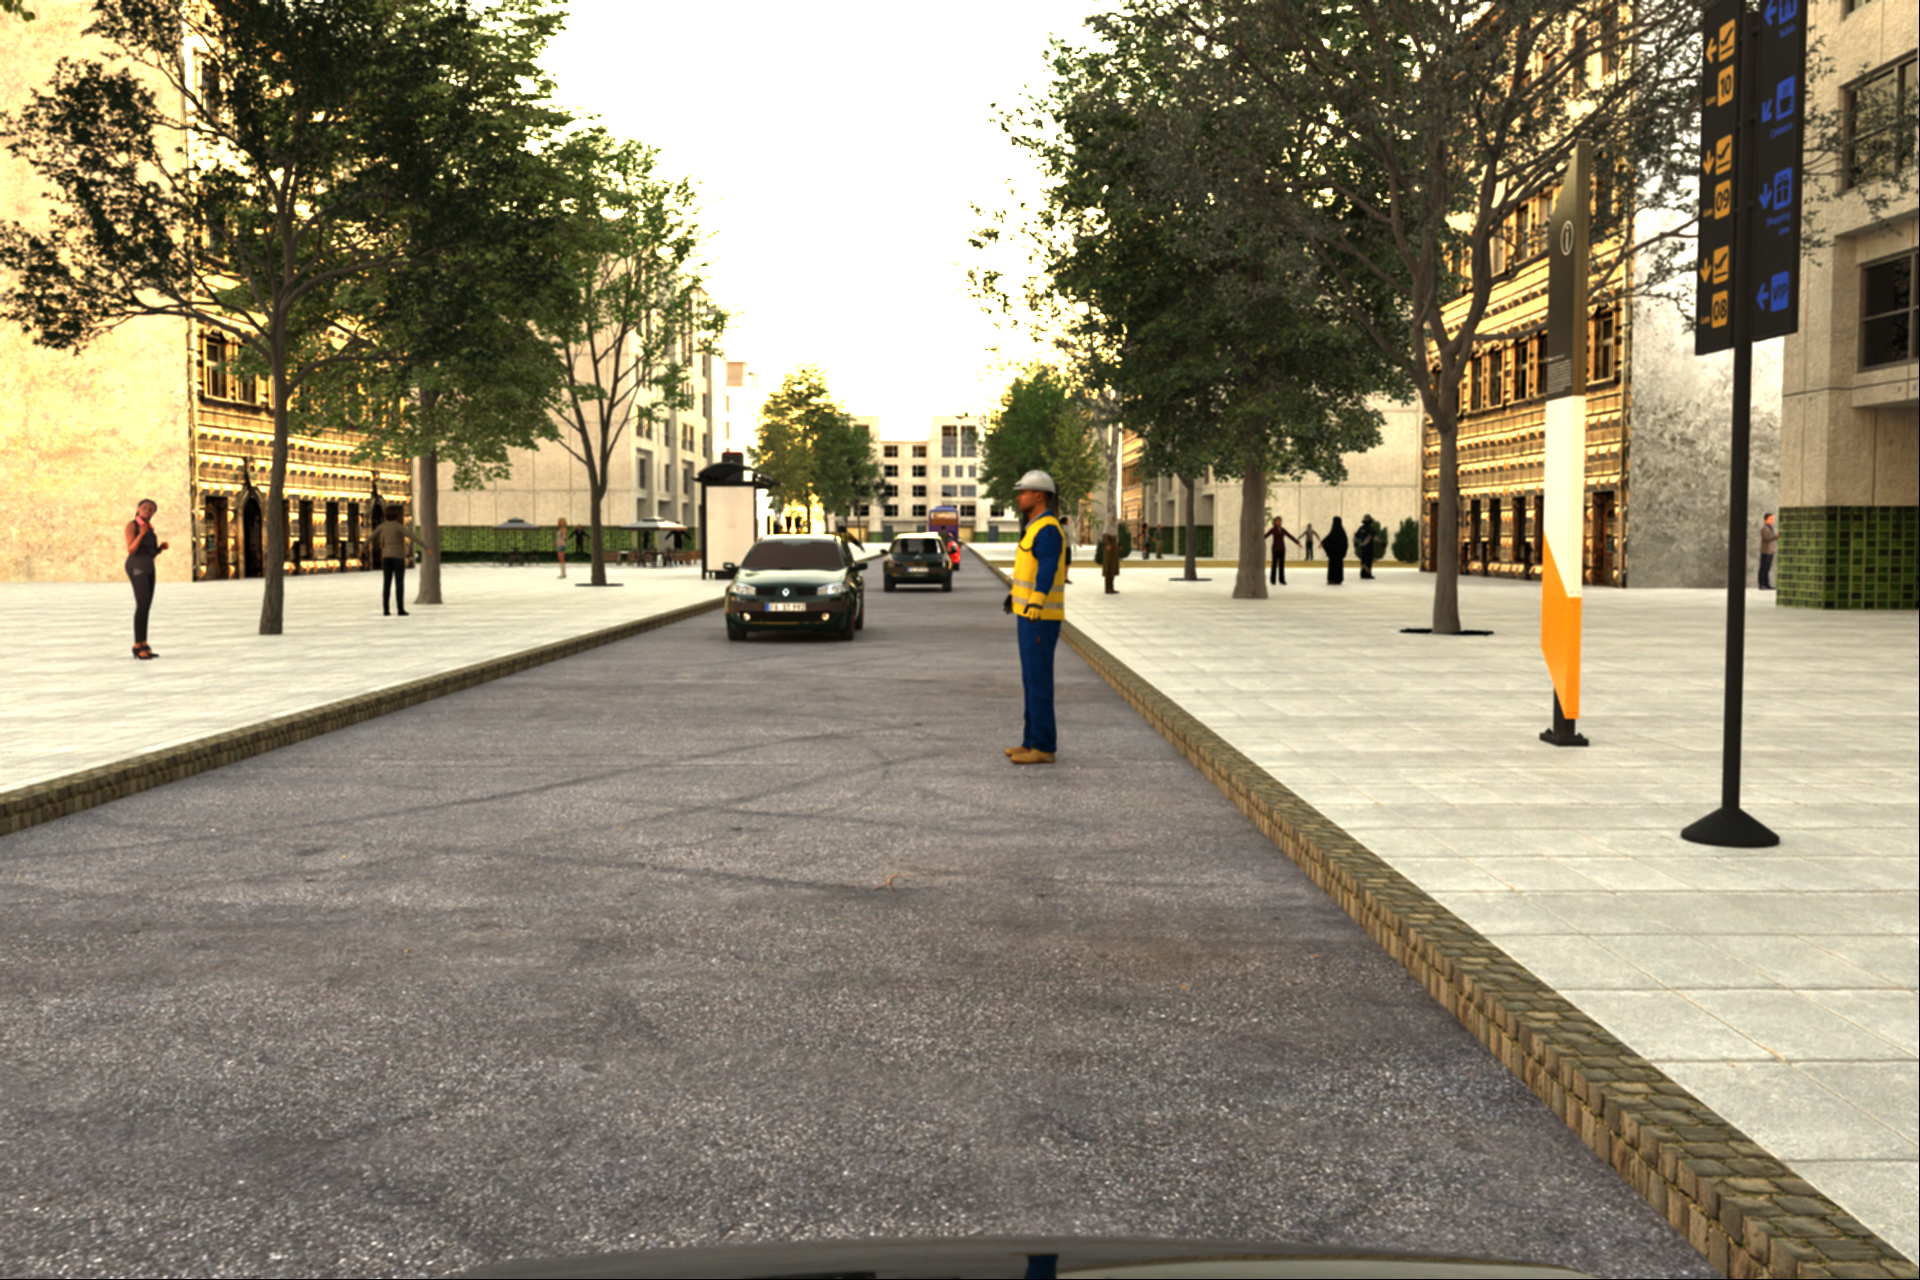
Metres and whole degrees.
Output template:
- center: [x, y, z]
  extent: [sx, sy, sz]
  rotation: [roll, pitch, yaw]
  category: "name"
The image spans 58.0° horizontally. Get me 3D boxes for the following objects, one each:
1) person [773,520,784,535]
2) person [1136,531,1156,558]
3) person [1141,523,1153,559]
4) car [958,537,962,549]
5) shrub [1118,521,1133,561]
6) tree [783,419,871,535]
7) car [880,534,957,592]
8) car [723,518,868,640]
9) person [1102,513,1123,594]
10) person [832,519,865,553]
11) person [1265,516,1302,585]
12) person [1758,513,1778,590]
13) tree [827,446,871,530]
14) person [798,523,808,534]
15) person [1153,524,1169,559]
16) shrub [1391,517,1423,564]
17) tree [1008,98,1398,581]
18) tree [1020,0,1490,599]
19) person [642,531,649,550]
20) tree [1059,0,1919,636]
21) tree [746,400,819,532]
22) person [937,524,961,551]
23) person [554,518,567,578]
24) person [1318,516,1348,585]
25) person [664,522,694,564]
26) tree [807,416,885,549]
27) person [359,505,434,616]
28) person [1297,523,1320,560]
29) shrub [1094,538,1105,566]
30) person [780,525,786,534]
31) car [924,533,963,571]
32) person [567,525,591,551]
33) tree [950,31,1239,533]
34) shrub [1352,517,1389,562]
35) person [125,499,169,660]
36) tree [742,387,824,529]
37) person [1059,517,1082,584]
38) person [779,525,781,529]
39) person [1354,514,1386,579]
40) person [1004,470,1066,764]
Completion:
- center: [-7.621, -4.031, 71.690]
  extent: [0.705, 1.856, 1.354]
  rotation: [2, 4, 32]
  category: "person"
- center: [10.162, -5.368, 94.481]
  extent: [1.216, 1.740, 0.721]
  rotation: [1, 4, 22]
  category: "person"
- center: [9.458, -5.010, 88.057]
  extent: [0.704, 1.843, 1.345]
  rotation: [2, 4, 30]
  category: "person"
- center: [-0.750, -9.860, 170.996]
  extent: [2.009, 1.686, 4.222]
  rotation: [0, 4, -2]
  category: "car"
- center: [7.566, -4.844, 83.612]
  extent: [1.690, 2.028, 1.600]
  rotation: [0, 3, 0]
  category: "shrub"
- center: [-10.307, -12.012, 130.809]
  extent: [7.601, 10.594, 8.767]
  rotation: [0, 4, -6]
  category: "tree"
- center: [-1.065, -2.112, 44.323]
  extent: [2.009, 1.686, 4.222]
  rotation: [0, 4, -1]
  category: "car"
- center: [-2.290, -0.906, 24.601]
  extent: [2.009, 1.686, 4.222]
  rotation: [0, 4, 0]
  category: "car"
- center: [3.333, -1.874, 37.420]
  extent: [0.721, 1.736, 1.217]
  rotation: [1, 4, 18]
  category: "person"
- center: [-3.365, -2.508, 49.235]
  extent: [1.354, 1.858, 0.705]
  rotation: [-1, 4, -12]
  category: "person"
- center: [8.108, -2.270, 43.927]
  extent: [1.215, 1.729, 0.721]
  rotation: [-1, 4, -17]
  category: "person"
- center: [18.682, -2.029, 39.742]
  extent: [0.617, 1.759, 0.750]
  rotation: [-2, 4, -34]
  category: "person"
- center: [-9.834, -11.645, 140.752]
  extent: [4.360, 8.622, 3.978]
  rotation: [0, 3, 0]
  category: "tree"
- center: [-7.303, -4.471, 79.568]
  extent: [1.216, 1.772, 0.721]
  rotation: [-1, 4, -9]
  category: "person"
- center: [10.367, -5.113, 89.876]
  extent: [0.705, 1.796, 1.348]
  rotation: [3, 5, 40]
  category: "person"
- center: [19.539, -4.351, 75.185]
  extent: [1.661, 2.075, 1.752]
  rotation: [0, 3, 0]
  category: "shrub"
- center: [6.267, -8.379, 47.371]
  extent: [12.009, 13.543, 11.850]
  rotation: [0, 3, 0]
  category: "tree"
- center: [5.791, -7.804, 34.257]
  extent: [9.857, 13.997, 8.962]
  rotation: [0, 3, 0]
  category: "tree"
- center: [-17.245, -5.443, 94.932]
  extent: [0.705, 1.837, 1.347]
  rotation: [0, 4, -2]
  category: "person"
- center: [6.171, -6.814, 21.779]
  extent: [12.009, 13.543, 11.850]
  rotation: [0, 3, 0]
  category: "tree"
- center: [-9.397, -8.751, 93.440]
  extent: [4.737, 8.622, 4.395]
  rotation: [0, 3, 0]
  category: "tree"
- center: [-0.626, -3.512, 66.144]
  extent: [1.348, 1.796, 0.705]
  rotation: [0, 4, 6]
  category: "person"
- center: [-11.627, -2.666, 50.208]
  extent: [0.721, 1.753, 1.214]
  rotation: [-1, 4, -21]
  category: "person"
- center: [9.510, -2.282, 44.098]
  extent: [1.214, 1.737, 0.721]
  rotation: [-3, 5, -45]
  category: "person"
- center: [-11.905, -4.100, 73.228]
  extent: [1.347, 1.806, 0.705]
  rotation: [-2, 4, -29]
  category: "person"
- center: [-10.040, -13.769, 150.878]
  extent: [9.928, 11.665, 9.643]
  rotation: [0, 3, 0]
  category: "tree"
- center: [-8.914, -1.259, 27.346]
  extent: [1.215, 1.744, 0.721]
  rotation: [0, 4, 6]
  category: "person"
- center: [17.297, -4.874, 85.817]
  extent: [1.348, 1.813, 0.705]
  rotation: [-1, 4, -20]
  category: "person"
- center: [5.843, -3.581, 69.671]
  extent: [1.383, 1.207, 1.383]
  rotation: [0, 3, 0]
  category: "shrub"
- center: [-9.074, -4.971, 88.080]
  extent: [1.217, 1.733, 0.721]
  rotation: [-1, 4, -23]
  category: "person"
- center: [-0.931, -3.684, 69.281]
  extent: [2.155, 1.783, 4.494]
  rotation: [0, 4, -1]
  category: "car"
- center: [-20.640, -5.364, 93.922]
  extent: [1.346, 1.802, 0.704]
  rotation: [-2, 4, -27]
  category: "person"
- center: [5.540, -12.780, 64.837]
  extent: [12.611, 20.169, 13.585]
  rotation: [0, 3, 0]
  category: "tree"
- center: [18.802, -4.601, 79.266]
  extent: [1.661, 2.075, 1.752]
  rotation: [0, 3, 0]
  category: "shrub"
- center: [-8.385, -0.634, 17.883]
  extent: [0.415, 1.643, 0.593]
  rotation: [-3, 5, -40]
  category: "person"
- center: [-9.187, -8.373, 87.260]
  extent: [4.360, 8.622, 3.978]
  rotation: [0, 3, 0]
  category: "tree"
- center: [2.792, -2.338, 45.055]
  extent: [0.721, 1.735, 1.217]
  rotation: [-2, 4, -30]
  category: "person"
- center: [-10.494, -5.828, 101.420]
  extent: [1.346, 1.812, 0.704]
  rotation: [-2, 4, -33]
  category: "person"
- center: [11.706, -2.683, 49.728]
  extent: [0.704, 1.845, 1.351]
  rotation: [-2, 4, -26]
  category: "person"
- center: [0.457, -0.153, 10.934]
  extent: [0.705, 1.833, 1.349]
  rotation: [0, 4, -4]
  category: "person"
